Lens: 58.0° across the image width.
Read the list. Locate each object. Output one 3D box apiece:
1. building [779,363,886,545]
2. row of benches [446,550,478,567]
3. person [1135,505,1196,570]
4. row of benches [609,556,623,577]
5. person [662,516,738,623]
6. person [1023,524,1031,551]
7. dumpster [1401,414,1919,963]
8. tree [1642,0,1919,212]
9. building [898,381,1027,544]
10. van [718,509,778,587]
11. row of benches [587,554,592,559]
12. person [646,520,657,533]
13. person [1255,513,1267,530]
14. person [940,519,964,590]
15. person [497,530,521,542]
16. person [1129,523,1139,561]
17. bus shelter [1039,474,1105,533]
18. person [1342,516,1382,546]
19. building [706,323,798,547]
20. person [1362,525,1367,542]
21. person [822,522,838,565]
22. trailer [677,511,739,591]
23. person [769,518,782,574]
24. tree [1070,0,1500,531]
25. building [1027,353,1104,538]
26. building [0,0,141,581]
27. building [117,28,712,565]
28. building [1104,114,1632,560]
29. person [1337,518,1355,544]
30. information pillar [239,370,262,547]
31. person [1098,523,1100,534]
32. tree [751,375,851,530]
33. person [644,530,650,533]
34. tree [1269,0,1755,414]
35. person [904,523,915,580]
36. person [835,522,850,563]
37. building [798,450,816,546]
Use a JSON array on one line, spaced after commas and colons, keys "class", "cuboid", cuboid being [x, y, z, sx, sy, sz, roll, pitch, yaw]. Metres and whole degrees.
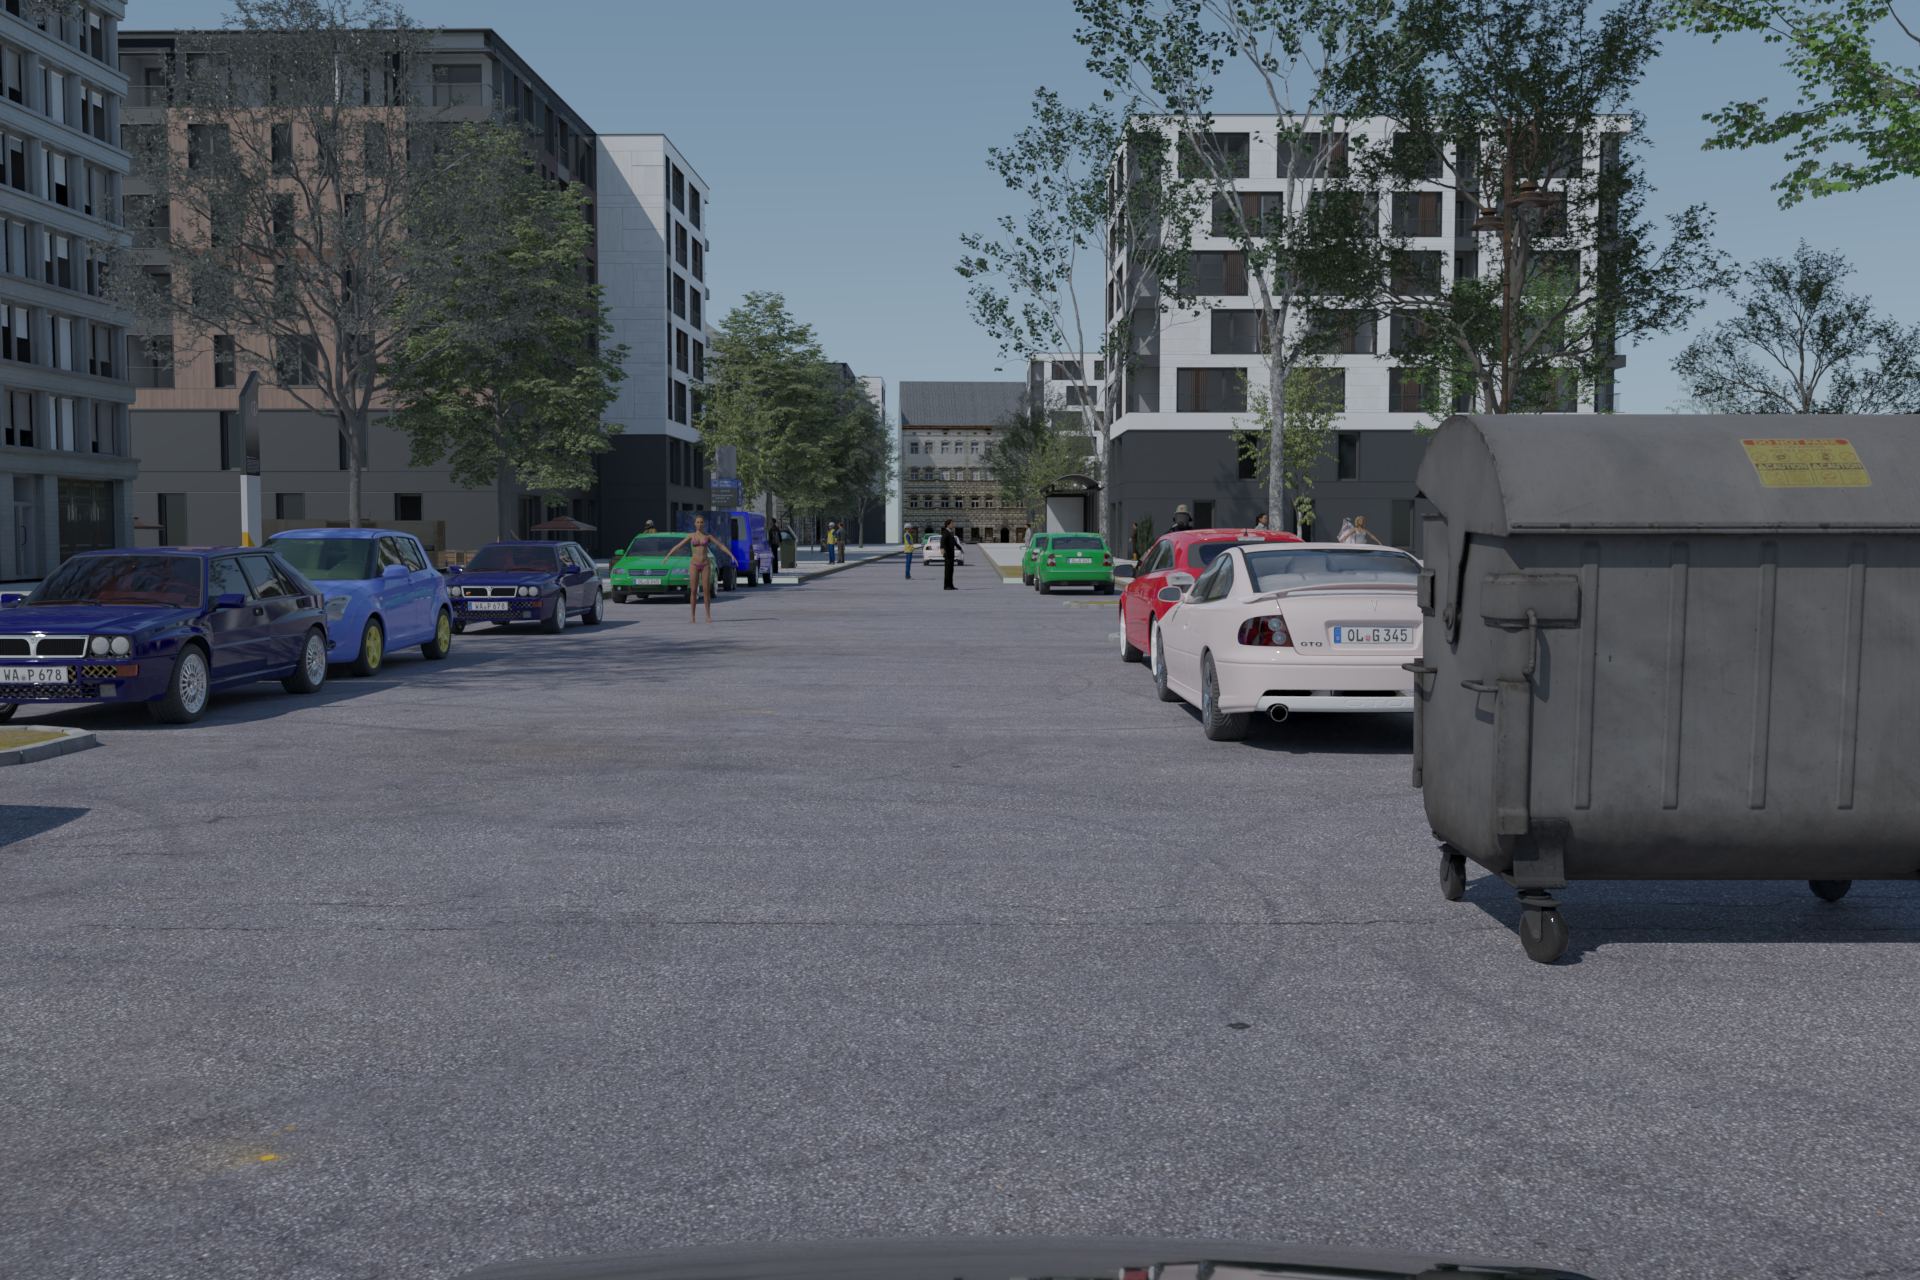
[{"class": "building", "cuboid": [-24.076, -23.158, 222.613, 27.936, 21.610, 32.646, 0, 4, 0]}, {"class": "row of benches", "cuboid": [-18.904, -3.214, 68.014, 4.104, 0.672, 1.422, 1, 4, 22]}, {"class": "person", "cuboid": [3.231, -1.039, 25.221, 1.354, 1.856, 0.705, 1, 4, 16]}, {"class": "row of benches", "cuboid": [-10.153, -2.317, 53.341, 1.422, 0.672, 4.104, 0, 4, -1]}, {"class": "person", "cuboid": [-4.212, -1.152, 28.094, 1.217, 1.733, 0.721, -1, 4, -9]}, {"class": "person", "cuboid": [3.403, -4.962, 87.311, 0.705, 1.806, 1.347, 0, 4, -7]}, {"class": "dumpster", "cuboid": [2.644, 0.120, 6.252, 1.865, 1.857, 1.264, 0, 4, 0]}, {"class": "tree", "cuboid": [9.058, -5.394, 13.941, 9.928, 11.665, 9.643, 0, 3, 0]}, {"class": "building", "cuboid": [0.400, -25.340, 247.690, 18.063, 23.208, 19.493, 0, 4, -4]}, {"class": "van", "cuboid": [-6.408, -2.704, 48.590, 2.240, 2.365, 5.245, 0, 4, 0]}, {"class": "row of benches", "cuboid": [-11.809, -2.322, 53.423, 1.422, 0.672, 4.104, 0, 4, -7]}, {"class": "person", "cuboid": [-12.910, -4.056, 72.082, 0.705, 1.858, 1.354, -3, 5, -44]}, {"class": "person", "cuboid": [6.670, -1.894, 37.794, 0.721, 1.735, 1.217, 3, 4, 39]}, {"class": "person", "cuboid": [-0.250, -2.182, 44.326, 0.705, 1.806, 1.347, 2, 4, 23]}, {"class": "person", "cuboid": [-18.253, -3.923, 69.996, 0.705, 1.847, 1.347, 2, 4, 28]}, {"class": "person", "cuboid": [8.348, -4.682, 82.680, 0.704, 1.812, 1.346, 1, 4, 22]}, {"class": "bus shelter", "cuboid": [3.872, -4.085, 60.711, 2.014, 3.302, 5.546, 0, 4, 0]}, {"class": "person", "cuboid": [10.578, -2.389, 45.671, 1.214, 1.753, 0.721, -1, 4, -13]}, {"class": "building", "cuboid": [-26.641, -21.022, 174.631, 19.493, 23.208, 18.063, 0, 4, 1]}, {"class": "person", "cuboid": [17.123, -4.141, 73.832, 0.704, 1.817, 1.347, 0, 4, 4]}, {"class": "person", "cuboid": [-5.425, -4.020, 72.193, 0.721, 1.772, 1.216, -2, 4, -33]}, {"class": "trailer", "cuboid": [-6.438, -2.204, 43.082, 1.471, 1.999, 3.904, 0, 4, 0]}, {"class": "person", "cuboid": [-6.080, -3.062, 56.294, 0.704, 1.802, 1.346, 1, 4, 22]}, {"class": "tree", "cuboid": [10.085, -11.658, 46.505, 12.611, 20.169, 13.585, 0, 3, 0]}, {"class": "building", "cuboid": [22.022, -22.460, 211.191, 27.936, 21.610, 32.646, 0, 4, 1]}, {"class": "building", "cuboid": [-28.352, -11.976, 42.486, 8.464, 21.280, 15.925, 0, 4, 1]}, {"class": "building", "cuboid": [-29.073, -14.856, 86.873, 27.936, 21.610, 32.646, 0, 4, 1]}, {"class": "building", "cuboid": [22.132, -15.714, 100.893, 27.936, 21.610, 32.646, 0, 3, 0]}, {"class": "person", "cuboid": [10.991, -2.599, 49.210, 0.621, 1.740, 0.551, 3, 4, 36]}, {"class": "information pillar", "cuboid": [-10.061, -2.033, 24.594, 0.183, 3.616, 0.504, 0, 4, 1]}, {"class": "person", "cuboid": [6.356, -4.374, 77.444, 0.705, 1.837, 1.347, 1, 4, 19]}, {"class": "tree", "cuboid": [-9.331, -10.013, 98.122, 7.601, 10.594, 8.767, -3, 5, -44]}, {"class": "person", "cuboid": [-11.515, -3.359, 64.188, 0.599, 1.433, 0.991, -2, 4, -24]}, {"class": "tree", "cuboid": [8.040, -5.637, 26.572, 7.601, 10.594, 8.767, -2, 4, -28]}, {"class": "person", "cuboid": [-1.535, -2.782, 54.400, 0.721, 1.772, 1.216, 0, 4, -6]}, {"class": "person", "cuboid": [-5.317, -4.331, 77.084, 0.705, 1.796, 1.348, 3, 4, 38]}, {"class": "building", "cuboid": [-26.466, -22.370, 196.675, 19.493, 23.208, 18.063, 0, 3, 0]}]
